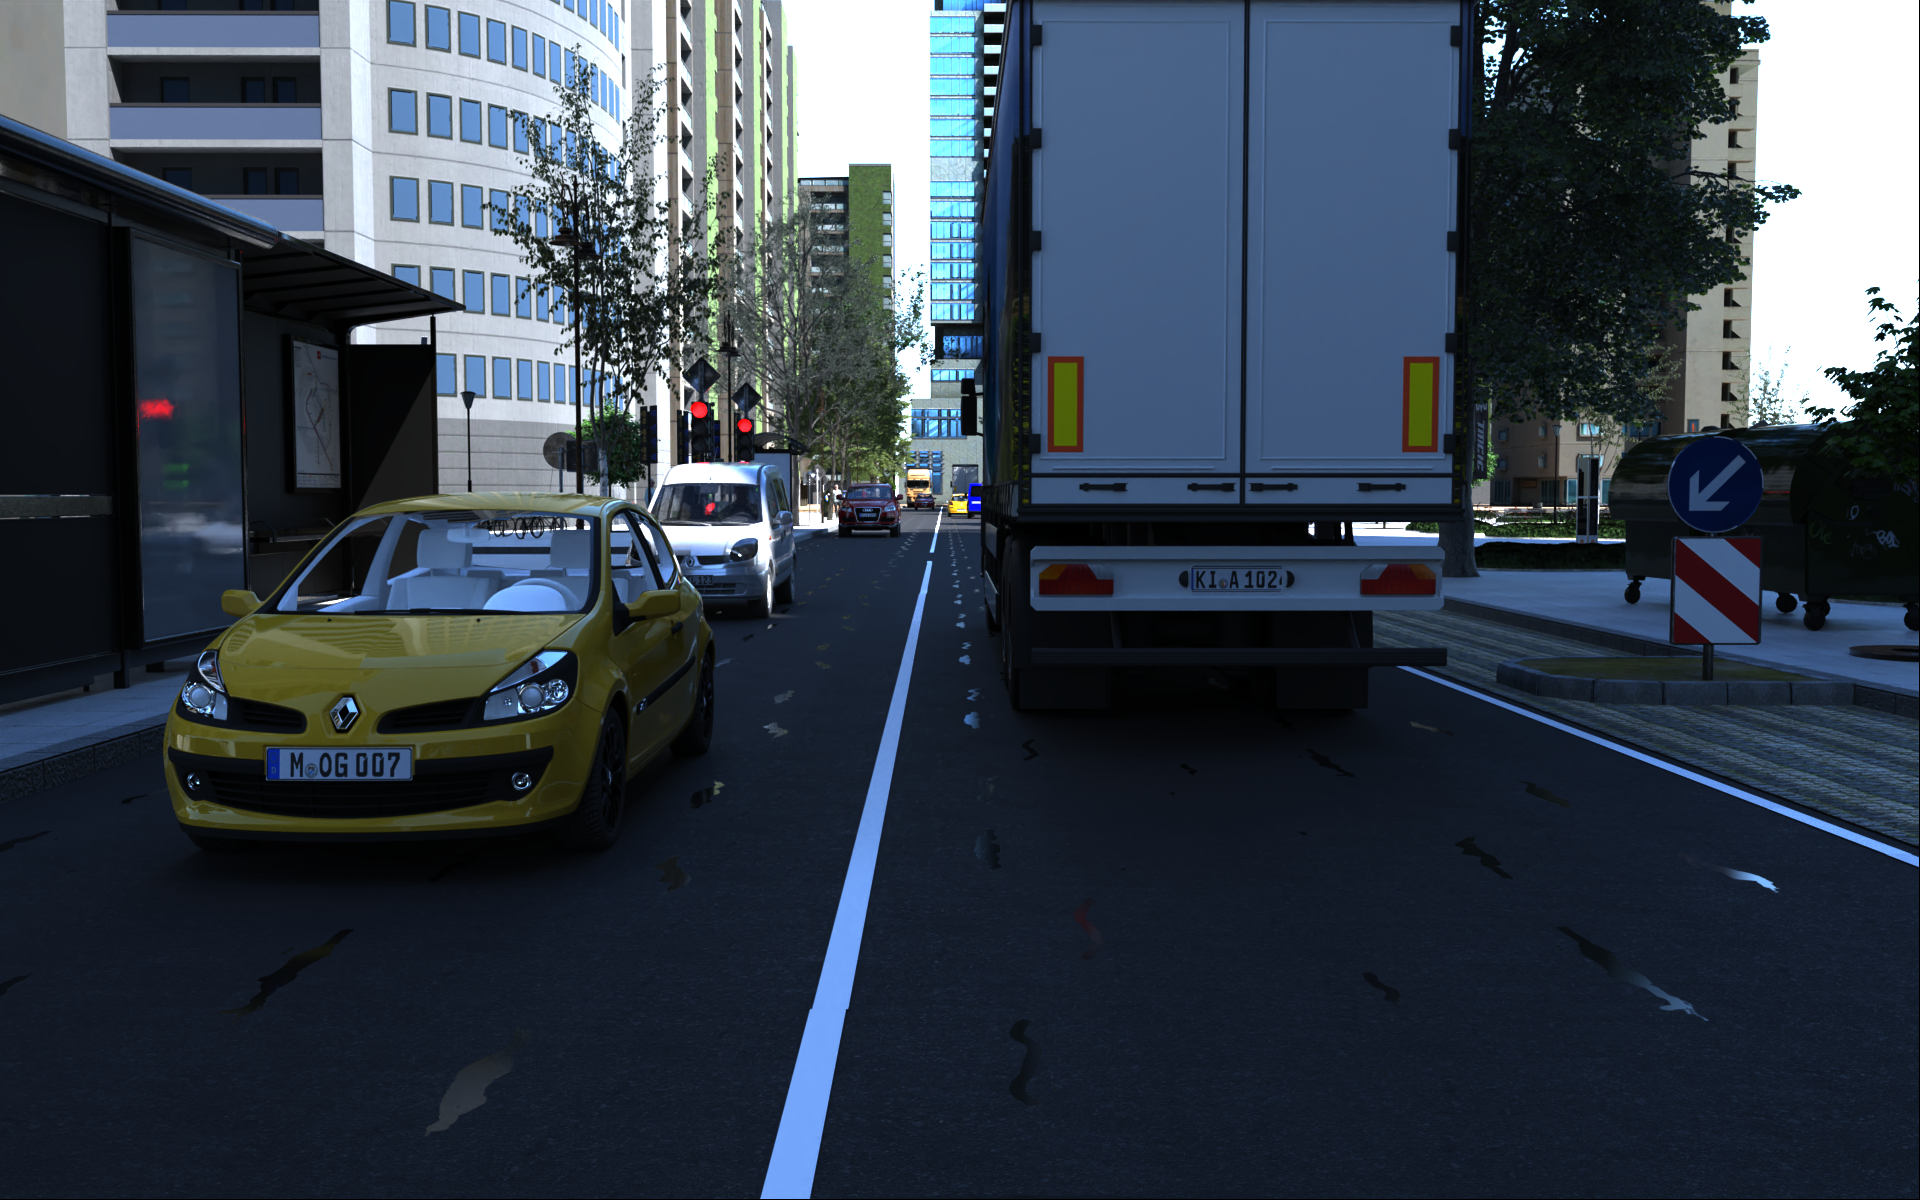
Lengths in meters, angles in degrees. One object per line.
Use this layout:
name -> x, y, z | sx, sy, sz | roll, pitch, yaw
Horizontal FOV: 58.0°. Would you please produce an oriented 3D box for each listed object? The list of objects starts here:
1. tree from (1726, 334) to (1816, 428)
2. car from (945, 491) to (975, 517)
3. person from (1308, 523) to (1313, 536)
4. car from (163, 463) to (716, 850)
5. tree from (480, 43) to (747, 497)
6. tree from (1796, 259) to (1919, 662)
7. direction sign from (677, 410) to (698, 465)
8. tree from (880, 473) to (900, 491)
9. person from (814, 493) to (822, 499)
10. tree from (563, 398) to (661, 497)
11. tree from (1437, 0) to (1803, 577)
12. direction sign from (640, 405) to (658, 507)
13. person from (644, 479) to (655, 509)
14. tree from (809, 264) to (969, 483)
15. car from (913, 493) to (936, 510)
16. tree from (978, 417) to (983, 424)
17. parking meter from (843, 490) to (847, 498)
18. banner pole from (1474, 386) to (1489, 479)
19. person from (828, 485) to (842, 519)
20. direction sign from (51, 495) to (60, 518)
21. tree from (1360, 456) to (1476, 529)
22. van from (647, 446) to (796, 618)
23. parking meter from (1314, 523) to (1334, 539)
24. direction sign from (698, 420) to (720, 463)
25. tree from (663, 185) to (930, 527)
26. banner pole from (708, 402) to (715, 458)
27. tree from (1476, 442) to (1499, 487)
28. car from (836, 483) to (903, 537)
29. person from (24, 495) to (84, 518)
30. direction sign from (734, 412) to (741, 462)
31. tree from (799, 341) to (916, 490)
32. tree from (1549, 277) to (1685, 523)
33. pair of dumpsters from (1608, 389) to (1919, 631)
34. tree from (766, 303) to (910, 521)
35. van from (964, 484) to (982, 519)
tree -> 37.786, -7.988, 80.964 | 4.360, 8.622, 3.978 | 0, 3, 0
car -> 0.068, -6.081, 109.651 | 2.015, 1.641, 3.980 | 0, 4, -1
person -> 8.365, -1.979, 41.610 | 0.760, 1.731, 0.466 | 1, 4, 16
car -> -2.234, 0.124, 8.189 | 2.015, 1.641, 3.980 | 0, 4, 0
tree -> -5.842, -4.834, 29.400 | 4.360, 8.622, 3.978 | 0, 3, 0
tree -> 7.620, -1.166, 13.672 | 1.663, 3.219, 1.824 | 0, 3, 0
direction sign -> -7.500, -3.360, 46.933 | 0.379, 3.537, 0.876 | 1, 4, 10
tree -> -7.218, -11.171, 177.253 | 1.663, 3.219, 1.824 | 0, 3, 0
person -> -11.045, -8.149, 139.289 | 1.348, 1.823, 0.705 | 1, 4, 16
tree -> -11.670, -4.552, 58.134 | 4.285, 4.588, 4.351 | 0, 3, 0
tree -> 7.784, -7.340, 26.662 | 9.857, 13.997, 8.962 | 0, 3, 0
direction sign -> -7.994, -3.215, 44.557 | 0.379, 3.537, 0.876 | -3, 4, -38
person -> -9.679, -2.898, 53.911 | 0.515, 1.767, 0.782 | 0, 4, 7
tree -> -5.381, -17.447, 141.143 | 12.611, 20.169, 13.585 | 0, 3, 0
car -> -3.218, -9.100, 157.826 | 2.155, 1.783, 4.494 | 0, 4, 0
tree -> 6.808, -15.219, 155.480 | 9.857, 13.997, 8.962 | 0, 3, 0
parking meter -> -7.386, -6.252, 110.631 | 0.372, 1.533, 0.369 | 0, 3, 0
banner pole -> 10.662, -2.800, 35.790 | 0.401, 3.779, 0.863 | -1, 4, -17
person -> -6.443, -5.068, 89.384 | 0.782, 1.767, 0.515 | -2, 4, -26
direction sign -> -7.481, -1.363, 14.287 | 0.379, 3.537, 0.876 | 1, 4, 18
tree -> 15.700, -4.890, 63.662 | 4.285, 4.588, 4.351 | 0, 3, 0
van -> -3.013, -0.880, 21.401 | 2.013, 2.044, 4.112 | 0, 4, 0
parking meter -> 7.546, -1.850, 35.956 | 0.399, 1.863, 0.255 | 0, 4, -6
direction sign -> -7.767, -3.731, 53.003 | 0.876, 3.537, 0.379 | 0, 4, -6
tree -> -6.379, -9.654, 68.207 | 12.009, 13.543, 11.850 | 0, 3, 0
banner pole -> -6.728, -3.478, 46.879 | 0.401, 3.779, 0.863 | 0, 4, 4
tree -> 24.783, -6.215, 85.324 | 4.285, 4.588, 4.351 | 0, 3, 0
car -> -3.073, -3.101, 59.380 | 2.281, 1.827, 5.304 | 0, 4, -1
person -> -10.173, -0.800, 19.470 | 0.721, 1.781, 0.623 | 3, 5, 45
direction sign -> -6.195, -3.441, 48.250 | 0.379, 3.537, 0.876 | 0, 4, 3
tree -> -7.920, -12.237, 118.193 | 7.486, 12.596, 7.792 | 0, 3, 0
tree -> 21.322, -6.545, 57.369 | 4.360, 8.622, 3.978 | 0, 3, 0
pair of dumpsters -> 8.407, -0.959, 18.177 | 1.574, 2.255, 4.437 | 0, 4, 0
tree -> -5.958, -9.108, 83.333 | 7.601, 10.594, 8.767 | 0, 4, 8
van -> 1.367, -5.987, 102.279 | 2.240, 2.365, 5.245 | 0, 4, 0
